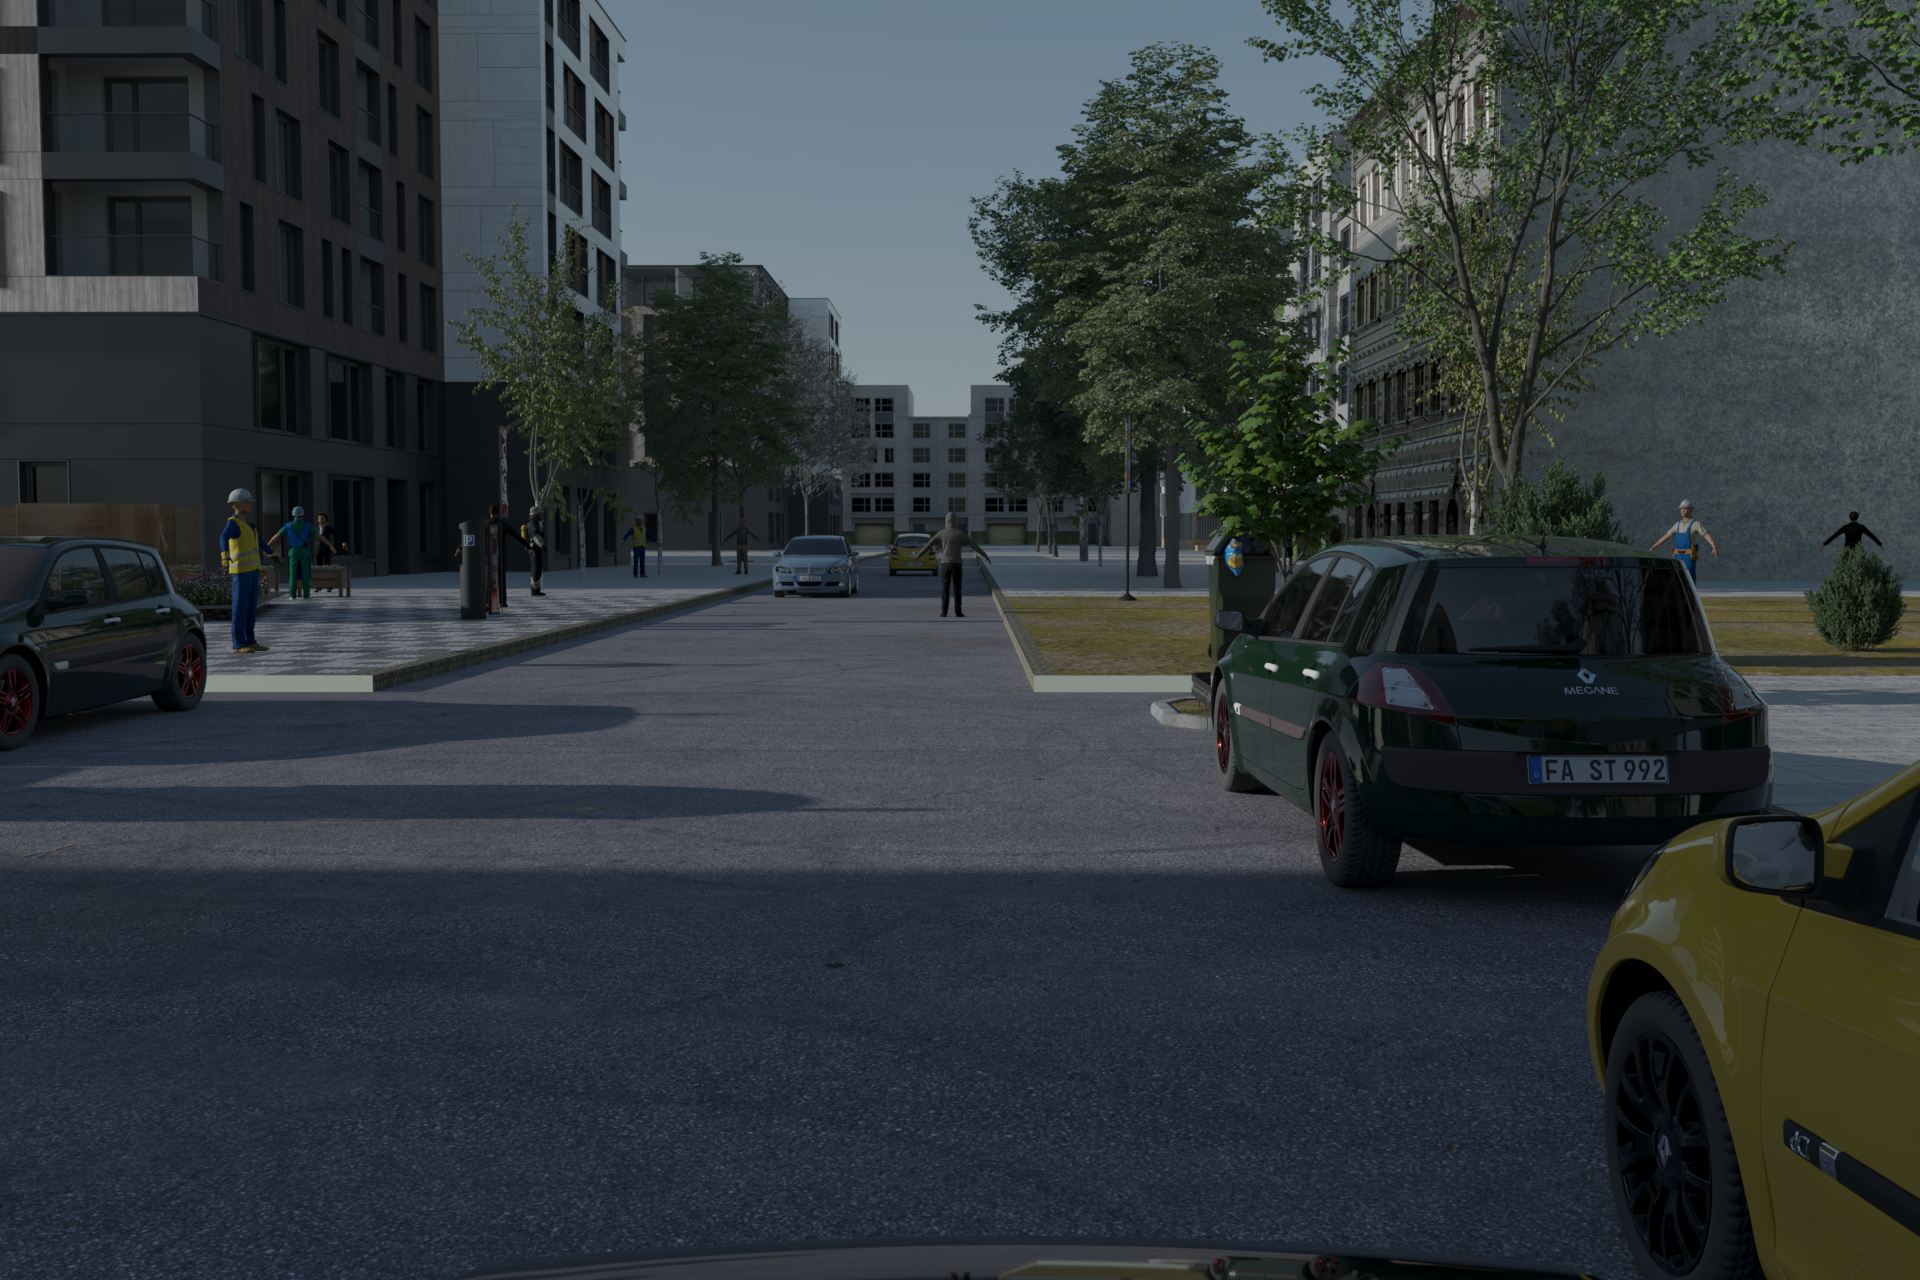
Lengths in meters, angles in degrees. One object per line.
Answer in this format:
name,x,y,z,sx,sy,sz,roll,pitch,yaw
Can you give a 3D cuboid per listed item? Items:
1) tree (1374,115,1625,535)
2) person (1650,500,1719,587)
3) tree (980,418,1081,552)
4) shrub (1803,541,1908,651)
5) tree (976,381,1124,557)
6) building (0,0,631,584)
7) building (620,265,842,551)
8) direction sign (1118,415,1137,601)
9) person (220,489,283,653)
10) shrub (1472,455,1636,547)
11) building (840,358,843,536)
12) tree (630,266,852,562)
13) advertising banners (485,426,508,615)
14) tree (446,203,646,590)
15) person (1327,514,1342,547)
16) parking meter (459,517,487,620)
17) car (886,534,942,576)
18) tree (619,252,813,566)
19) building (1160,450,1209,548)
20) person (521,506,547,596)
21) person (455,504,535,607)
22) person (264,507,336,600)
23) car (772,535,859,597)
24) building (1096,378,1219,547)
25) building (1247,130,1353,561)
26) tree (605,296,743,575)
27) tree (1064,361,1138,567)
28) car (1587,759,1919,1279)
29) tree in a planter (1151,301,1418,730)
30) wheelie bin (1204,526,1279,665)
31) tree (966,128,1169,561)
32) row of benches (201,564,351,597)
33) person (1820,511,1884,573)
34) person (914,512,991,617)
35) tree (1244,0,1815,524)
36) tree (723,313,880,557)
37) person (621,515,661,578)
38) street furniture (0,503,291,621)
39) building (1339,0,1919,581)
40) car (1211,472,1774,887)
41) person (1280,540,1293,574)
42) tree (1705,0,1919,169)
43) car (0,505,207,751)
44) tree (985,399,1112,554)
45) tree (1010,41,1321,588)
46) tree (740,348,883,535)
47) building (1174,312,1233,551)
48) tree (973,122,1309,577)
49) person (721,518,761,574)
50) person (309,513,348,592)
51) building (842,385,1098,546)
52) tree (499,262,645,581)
tree,9.594,-4.955,31.375,4.737,8.622,4.395,0,3,0
person,11.950,-1.388,28.544,0.705,1.847,1.347,-2,4,-31
tree,5.542,-11.417,121.076,8.767,10.594,7.601,-1,4,-19
shrub,9.840,-0.484,19.033,1.383,1.207,1.383,0,3,0
tree,5.295,-9.899,96.261,8.767,10.594,7.601,-1,4,-10
building,-27.914,-12.972,56.067,27.936,21.610,32.646,0,4,1
building,-25.340,-18.598,148.051,27.936,21.610,32.646,0,4,1
direction sign,3.232,-2.528,33.337,0.379,3.537,0.876,0,4,-1
person,-7.704,-0.756,18.829,0.721,1.772,1.216,0,4,5
shrub,5.937,-0.818,17.410,1.661,2.075,1.752,0,3,0
building,-27.544,-20.918,185.976,27.936,21.610,32.646,0,4,0
tree,-10.058,-10.363,79.800,12.009,13.543,11.850,0,3,0
advertising banners,-7.430,-1.914,27.487,0.090,3.025,2.074,0,4,1
tree,-9.417,-5.456,39.573,4.737,8.622,4.395,0,3,0
person,10.036,-2.468,46.485,0.704,1.812,1.346,1,4,17
parking meter,-7.303,-1.074,25.966,0.372,1.533,0.369,0,3,0
car,-1.599,-3.067,60.363,2.015,1.641,3.980,0,4,-1
tree,-9.797,-9.264,69.596,7.486,12.596,7.792,0,3,0
building,24.302,-18.817,164.070,16.016,20.090,11.380,0,4,1
person,-8.765,-1.845,35.950,0.705,1.856,1.354,-1,4,-20
person,-8.129,-1.472,30.298,1.346,1.802,0.704,-1,4,-15
person,-12.927,-1.699,33.898,1.347,1.817,0.704,-1,4,-13
car,-3.342,-1.754,40.680,2.014,1.417,4.499,0,4,0
building,24.375,-21.504,182.525,19.493,23.208,18.063,0,4,0
building,24.634,-13.342,84.592,16.747,18.905,31.486,0,4,0
tree,-9.716,-6.377,54.626,4.360,8.622,3.978,0,3,0
tree,5.573,-7.191,67.943,4.737,8.622,4.395,0,3,0
car,2.135,0.502,2.024,2.015,1.641,3.980,0,4,0
tree in a planter,2.517,-0.988,13.379,1.991,3.239,1.994,0,4,0
wheelie bin,2.775,-0.557,17.010,0.693,1.594,0.980,0,3,0
tree,7.035,-13.713,80.098,12.611,20.169,13.585,0,3,0
row of benches,-14.411,-1.210,35.254,4.104,0.672,1.422,0,4,-4
person,20.549,-2.061,39.878,1.347,1.806,0.705,1,4,17
person,-0.140,-1.303,29.887,1.348,1.813,0.705,0,4,5
tree,7.850,-6.051,24.682,9.928,11.665,9.643,0,3,0
tree,-9.759,-11.411,96.936,12.009,13.543,11.850,0,3,0
person,-9.426,-2.751,50.950,1.349,1.833,0.705,-3,5,-41
street furniture,-13.729,-1.314,28.344,9.812,1.723,11.010,-1,4,-17
building,23.851,-13.761,55.918,19.493,23.208,18.063,0,4,0
car,2.326,0.083,8.434,2.009,1.686,4.222,0,4,-1
person,10.459,-3.008,55.332,1.345,1.843,0.704,0,4,4
tree,8.571,-5.234,11.327,9.928,11.665,9.643,0,3,0
car,-7.101,-0.177,12.688,2.009,1.686,4.222,0,4,1
tree,5.806,-10.779,110.649,8.767,10.594,7.601,0,4,2
tree,4.637,-7.513,40.970,7.486,12.596,7.792,0,3,0
tree,-10.033,-12.441,113.785,12.009,13.543,11.850,0,3,0
building,22.850,-17.573,143.734,16.016,20.090,11.380,0,4,0
tree,5.585,-8.907,52.284,9.857,13.997,8.962,0,3,0
person,-6.969,-3.000,55.319,1.348,1.796,0.705,1,4,11
person,-14.005,-1.912,37.988,1.216,1.740,0.721,0,4,5
building,1.347,-20.976,211.880,31.486,18.905,16.747,0,4,1
tree,-10.286,-5.900,46.834,4.737,8.622,4.395,0,3,0
